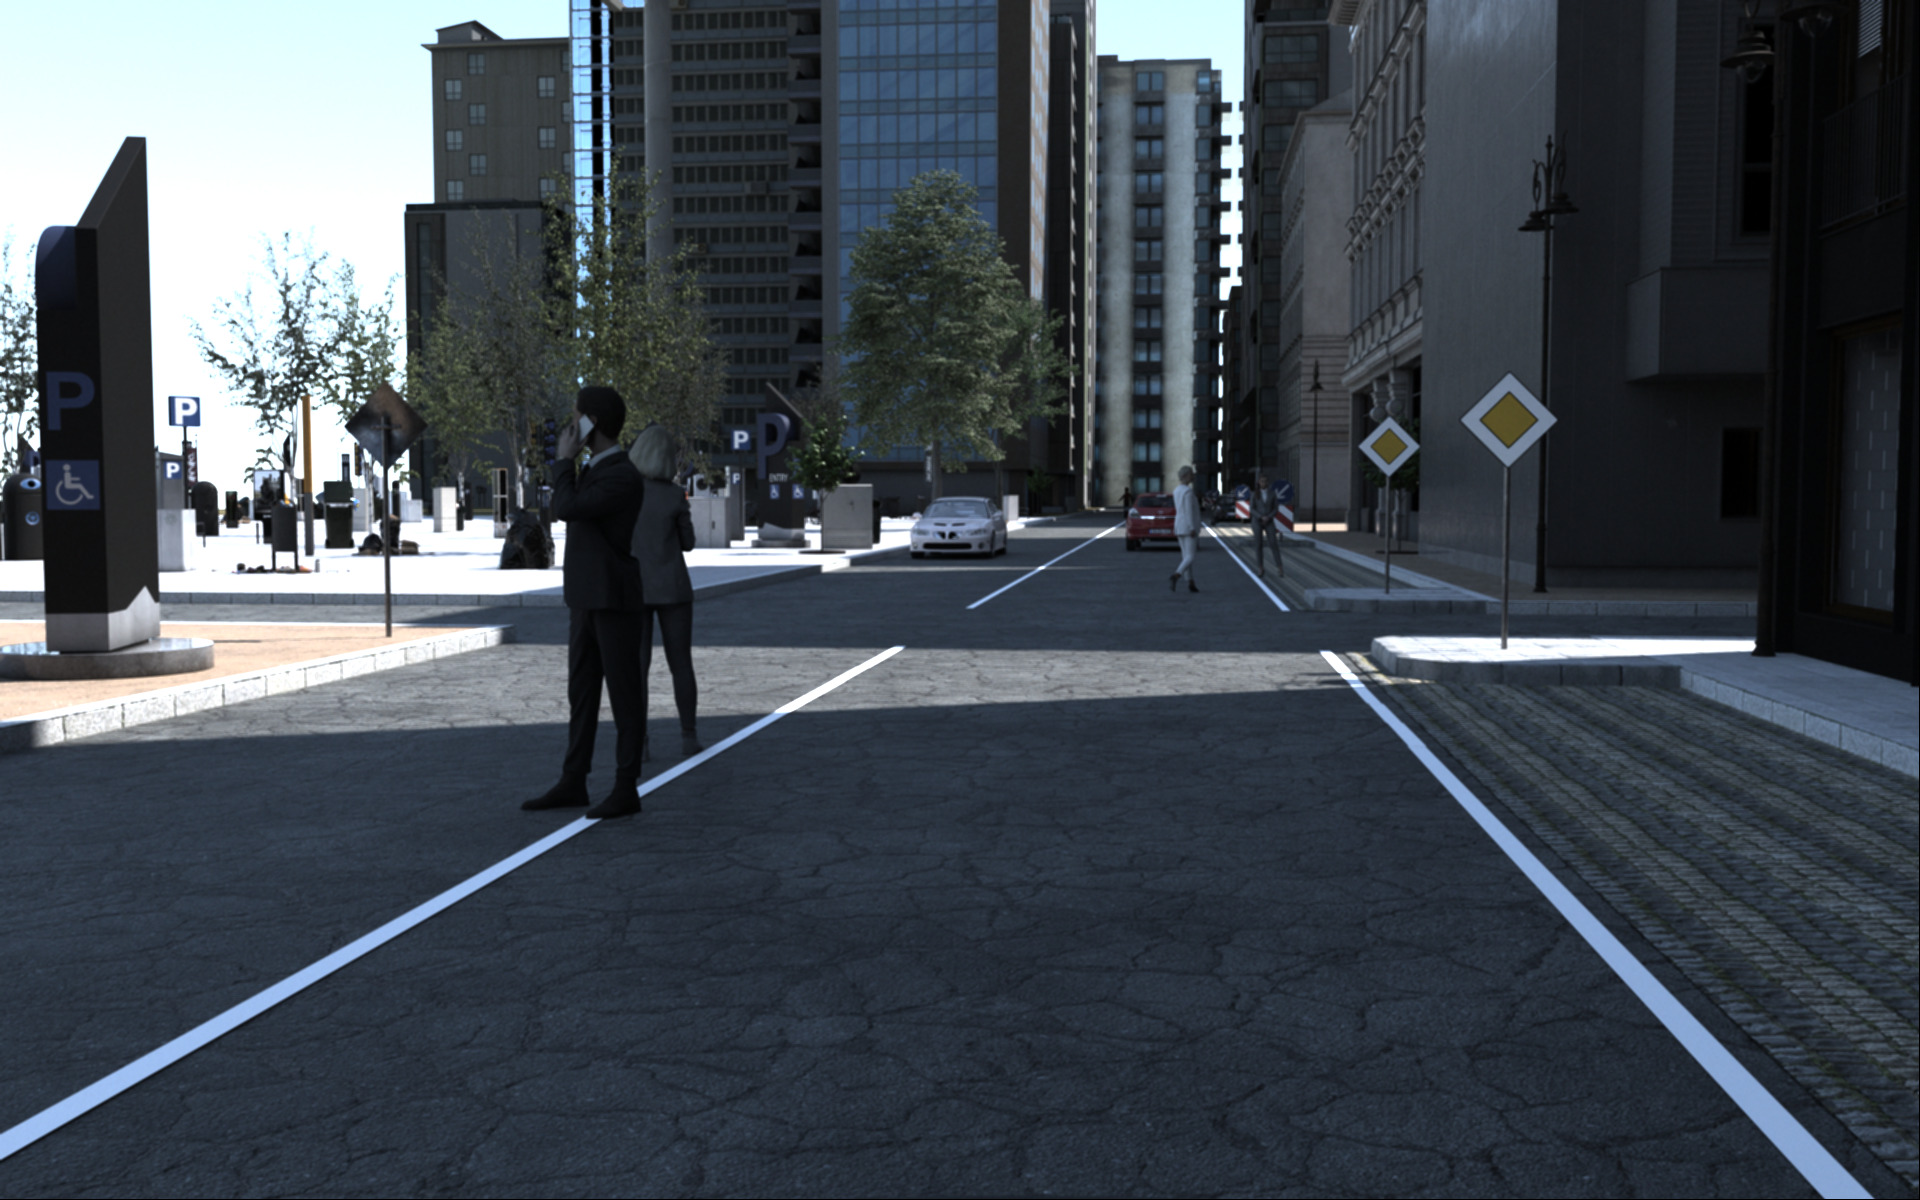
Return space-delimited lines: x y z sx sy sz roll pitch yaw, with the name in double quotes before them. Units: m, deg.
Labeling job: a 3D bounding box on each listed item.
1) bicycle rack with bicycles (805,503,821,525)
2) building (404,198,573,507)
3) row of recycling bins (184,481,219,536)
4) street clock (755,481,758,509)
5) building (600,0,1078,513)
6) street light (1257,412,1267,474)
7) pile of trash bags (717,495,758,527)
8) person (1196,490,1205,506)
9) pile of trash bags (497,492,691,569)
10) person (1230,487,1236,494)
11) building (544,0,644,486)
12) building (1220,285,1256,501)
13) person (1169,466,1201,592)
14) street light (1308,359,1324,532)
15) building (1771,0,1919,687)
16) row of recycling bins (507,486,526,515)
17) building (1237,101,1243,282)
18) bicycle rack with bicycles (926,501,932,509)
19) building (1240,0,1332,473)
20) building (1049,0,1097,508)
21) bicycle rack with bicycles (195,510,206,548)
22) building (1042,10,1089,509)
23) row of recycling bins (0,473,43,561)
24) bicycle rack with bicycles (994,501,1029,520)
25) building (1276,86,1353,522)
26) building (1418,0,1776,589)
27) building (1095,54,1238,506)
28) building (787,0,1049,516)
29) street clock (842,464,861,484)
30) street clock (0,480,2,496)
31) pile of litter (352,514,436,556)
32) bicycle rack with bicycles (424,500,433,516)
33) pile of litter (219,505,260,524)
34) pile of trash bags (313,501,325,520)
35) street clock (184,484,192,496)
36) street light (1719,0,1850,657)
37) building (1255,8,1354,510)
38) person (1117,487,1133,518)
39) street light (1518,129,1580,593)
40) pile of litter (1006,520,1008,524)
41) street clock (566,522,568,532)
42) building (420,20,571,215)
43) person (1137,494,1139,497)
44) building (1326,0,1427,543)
"bicycle rack with bicycles" -5.572 -3.604 72.315 2.925 0.926 2.852 0 4 6
"building" -45.877 -24.564 173.322 14.107 30.474 14.160 0 4 7
"row of recycling bins" -24.593 -2.817 53.179 3.534 1.692 1.069 0 4 -5
"street clock" -11.051 -5.556 95.410 0.358 2.002 0.471 2 4 33
"building" -7.836 -26.535 125.727 32.217 40.220 23.993 0 4 7
"street light" 16.688 -7.525 95.828 0.468 5.910 1.993 0 4 7
"pile of trash bags" -9.538 -3.612 68.814 3.447 1.369 1.912 0 4 6
"person" 23.409 -9.810 168.899 1.348 1.823 0.705 1 4 21
"pile of trash bags" -6.343 -1.241 30.042 3.447 1.369 1.912 1 4 9
"person" 14.103 -4.950 89.548 0.853 1.813 0.709 0 4 -4
"building" -23.796 -52.149 165.302 31.000 86.520 22.319 0 4 7
"building" 37.909 -19.034 156.240 27.650 21.520 28.899 0 4 7
"person" 3.238 -1.023 25.097 0.818 1.842 0.514 -3 5 -42
"street light" 12.148 -5.287 59.229 0.468 5.910 1.993 0 4 7
"building" 11.740 -10.718 4.916 12.332 23.373 15.834 0 4 7
"row of recycling bins" -22.505 -4.877 86.859 1.069 1.692 3.534 -2 4 -23
"building" 45.297 -34.748 187.744 30.456 49.044 23.786 0 4 7
"bicycle rack with bicycles" -0.634 -4.724 90.626 2.852 0.926 2.925 0 4 5
"building" 34.734 -32.879 126.805 28.713 52.752 27.495 0 4 7
"building" 2.226 -44.380 163.868 20.611 71.187 20.563 0 4 7
"bicycle rack with bicycles" -18.767 -1.633 40.077 2.852 0.926 2.925 -1 4 -13
"building" 3.243 -28.127 143.475 14.154 41.232 14.086 0 4 7
"row of recycling bins" -17.819 -1.638 33.899 1.069 1.692 3.534 3 5 45
"bicycle rack with bicycles" 2.194 -4.420 85.656 2.852 0.926 2.925 -1 4 -14
"building" 21.248 -14.543 86.923 9.793 20.994 18.267 0 4 7
"building" 23.468 -12.688 26.519 30.058 24.678 14.314 0 4 7
"building" 14.471 -35.005 191.933 30.456 49.044 23.786 0 4 7
"building" -1.993 -27.845 105.383 14.600 45.320 14.200 0 4 7
"street clock" -2.594 -2.250 41.355 0.358 2.002 0.471 -3 5 -41
"street clock" -48.114 -5.024 86.719 0.358 2.002 0.471 -2 4 -35
"pile of litter" -11.962 -1.388 36.652 1.719 0.858 1.176 -1 4 -16
"bicycle rack with bicycles" -30.536 -5.226 98.819 2.852 0.926 2.925 -1 4 -17
"pile of litter" -31.113 -3.713 74.671 1.719 0.858 1.176 -1 4 -17
"pile of trash bags" -32.045 -4.713 86.818 1.912 1.369 3.447 1 4 10
"street clock" -30.129 -3.856 67.621 0.358 2.002 0.471 2 4 35
"street light" 6.367 -2.493 13.548 0.468 5.910 1.993 0 4 7
"building" 25.354 -20.486 106.651 14.160 30.474 14.107 0 4 7
"person" 9.845 -5.758 102.600 1.348 1.831 0.705 -3 5 -44
"street light" 7.583 -3.038 22.456 0.468 5.910 1.993 0 4 7
"pile of litter" 1.512 -3.671 73.993 1.176 0.858 1.719 0 4 8
"street clock" -12.632 -3.146 55.999 0.471 2.002 0.358 3 5 43
"building" -42.945 -37.425 201.129 27.495 52.752 28.713 0 4 7
"person" 16.258 -8.893 157.128 0.421 1.427 0.697 -2 4 -31
"building" 17.628 -12.650 57.745 10.553 20.767 40.483 0 4 7
